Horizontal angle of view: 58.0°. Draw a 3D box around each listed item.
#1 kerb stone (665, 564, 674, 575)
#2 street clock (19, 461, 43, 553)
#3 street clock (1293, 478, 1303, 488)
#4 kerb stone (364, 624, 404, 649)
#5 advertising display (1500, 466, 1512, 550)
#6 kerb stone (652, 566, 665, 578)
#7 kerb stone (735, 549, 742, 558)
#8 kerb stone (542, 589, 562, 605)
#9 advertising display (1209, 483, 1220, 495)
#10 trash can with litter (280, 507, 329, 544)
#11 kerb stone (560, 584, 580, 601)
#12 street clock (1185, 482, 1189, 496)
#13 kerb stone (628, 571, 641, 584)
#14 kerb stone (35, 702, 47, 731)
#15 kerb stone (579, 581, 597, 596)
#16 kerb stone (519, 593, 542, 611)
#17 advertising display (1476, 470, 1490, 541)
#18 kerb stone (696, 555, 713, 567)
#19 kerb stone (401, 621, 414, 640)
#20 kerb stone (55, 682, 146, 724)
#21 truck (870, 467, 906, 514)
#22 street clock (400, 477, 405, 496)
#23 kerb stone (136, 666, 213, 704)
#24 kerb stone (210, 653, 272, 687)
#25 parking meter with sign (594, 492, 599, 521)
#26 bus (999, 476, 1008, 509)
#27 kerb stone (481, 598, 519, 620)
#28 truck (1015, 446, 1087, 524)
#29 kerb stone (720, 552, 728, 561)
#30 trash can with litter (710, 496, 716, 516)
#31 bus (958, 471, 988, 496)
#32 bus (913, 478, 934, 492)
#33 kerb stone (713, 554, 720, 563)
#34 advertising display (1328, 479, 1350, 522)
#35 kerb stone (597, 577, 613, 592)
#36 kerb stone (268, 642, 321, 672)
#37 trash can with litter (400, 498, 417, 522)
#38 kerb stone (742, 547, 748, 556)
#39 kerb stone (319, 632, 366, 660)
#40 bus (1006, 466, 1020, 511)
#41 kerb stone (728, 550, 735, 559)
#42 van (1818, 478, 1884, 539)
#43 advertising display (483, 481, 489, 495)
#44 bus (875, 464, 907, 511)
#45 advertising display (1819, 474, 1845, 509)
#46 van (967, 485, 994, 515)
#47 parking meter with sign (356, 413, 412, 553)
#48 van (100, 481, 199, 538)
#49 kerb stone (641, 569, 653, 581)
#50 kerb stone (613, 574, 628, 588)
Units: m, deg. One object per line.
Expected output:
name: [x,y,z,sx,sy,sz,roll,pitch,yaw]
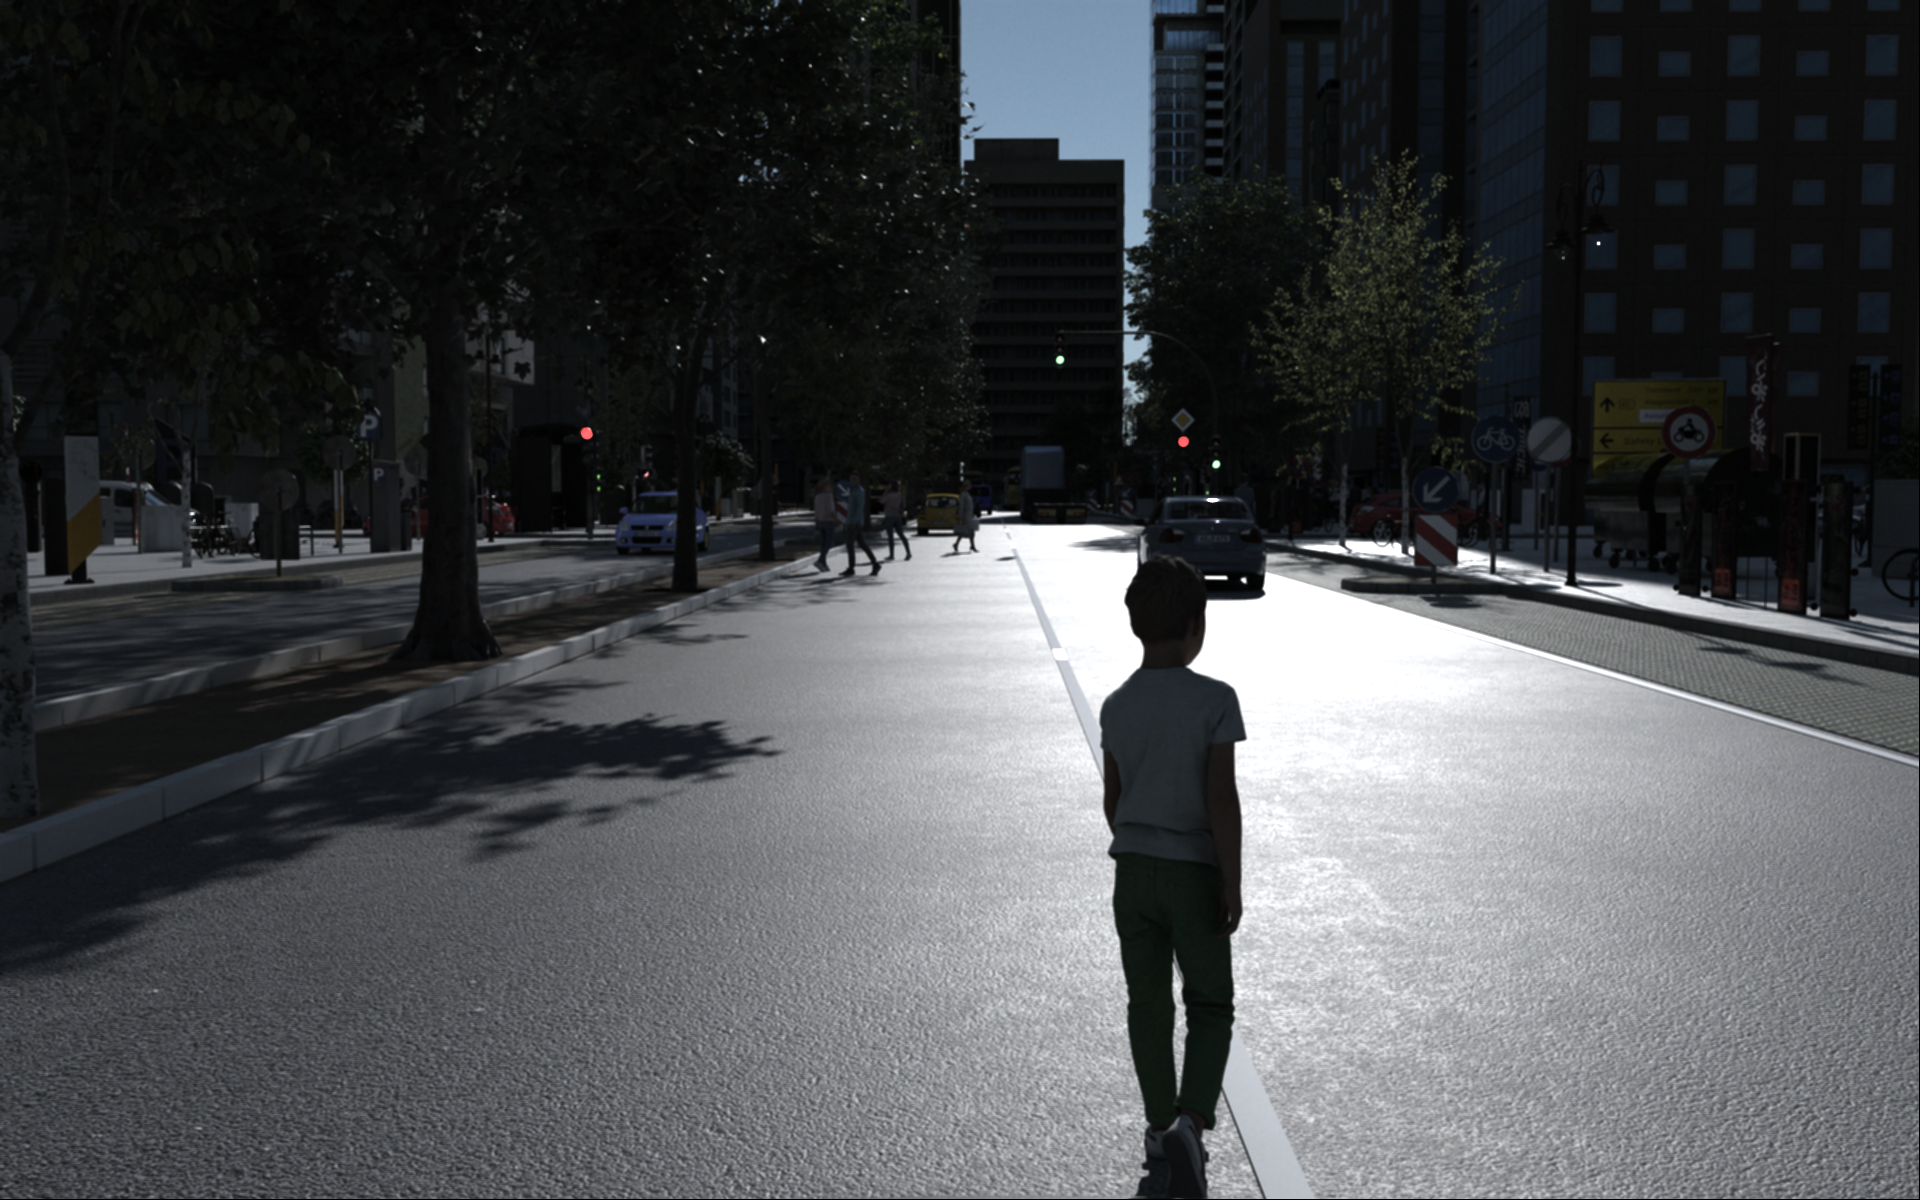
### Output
kerb stone: [-5.236,-0.520,30.691,0.120,0.150,1.000,0,4,1]
street clock: [-20.390,-2.049,38.067,0.471,2.002,0.358,-2,4,-27]
street clock: [14.938,-4.424,76.894,0.471,2.002,0.358,2,4,33]
kerb stone: [-5.495,0.360,16.315,0.120,0.150,1.000,0,4,1]
advertising display: [12.568,-2.119,39.861,0.123,1.923,0.974,1,4,10]
kerb stone: [-5.256,-0.457,29.659,0.120,0.150,1.000,0,4,1]
kerb stone: [-5.089,-1.020,38.895,0.120,0.150,1.000,0,4,1]
kerb stone: [-5.386,-0.013,22.467,0.120,0.150,1.000,0,4,1]
advertising display: [14.491,-5.788,99.853,0.974,1.923,0.123,0,4,3]
trash can with litter: [-17.566,-2.077,45.014,1.678,1.210,2.233,-3,5,-42]
kerb stone: [-5.367,-0.080,23.497,0.120,0.150,1.000,0,4,1]
street clock: [11.102,-4.916,84.954,0.471,2.002,0.358,2,4,34]
kerb stone: [-5.291,-0.330,27.616,0.120,0.150,1.000,0,4,1]
kerb stone: [-5.604,0.735,10.174,0.120,0.150,1.000,0,4,1]
kerb stone: [-5.354,-0.143,24.534,0.120,0.150,1.000,0,4,1]
kerb stone: [-5.398,0.046,21.436,0.120,0.150,1.000,0,4,1]
advertising display: [14.398,-2.598,47.688,0.123,1.923,0.974,0,4,3]
kerb stone: [-5.158,-0.768,34.789,0.120,0.150,1.000,0,4,1]
kerb stone: [-5.479,0.297,17.337,0.120,0.150,1.000,0,4,1]
kerb stone: [-5.585,0.673,11.196,0.120,0.150,1.000,0,4,1]
truck: [-5.478,-7.918,125.387,3.469,3.379,9.791,0,4,0]
street clock: [-23.844,-4.219,73.543,0.358,2.002,0.471,3,5,43]
kerb stone: [-5.572,0.610,12.217,0.120,0.150,1.000,0,4,1]
kerb stone: [-5.546,0.548,13.239,0.120,0.150,1.000,0,4,1]
parking meter with sign: [-17.564,-5.256,82.195,0.543,3.016,1.738,3,5,44]
bus: [5.383,-10.509,166.685,2.948,3.499,13.247,0,4,0]
kerb stone: [-5.422,0.109,20.407,0.120,0.150,1.000,0,4,1]
truck: [4.707,-6.198,91.094,2.967,4.110,18.799,0,4,0]
kerb stone: [-5.128,-0.892,36.842,0.120,0.150,1.000,0,4,1]
trash can with litter: [-14.212,-5.510,101.471,1.055,1.170,0.624,-1,4,-19]
bus: [1.336,-11.630,181.692,2.896,3.916,12.252,0,4,3]
bus: [-4.385,-12.103,192.735,2.948,3.499,13.247,0,4,-1]
kerb stone: [-5.149,-0.832,35.819,0.120,0.150,1.000,0,4,1]
advertising display: [16.710,-4.353,76.385,0.974,1.923,0.123,1,4,11]
kerb stone: [-5.326,-0.204,25.556,0.120,0.150,1.000,0,4,1]
kerb stone: [-5.536,0.485,14.264,0.120,0.150,1.000,0,4,1]
trash can with litter: [-15.327,-2.179,47.007,1.055,1.170,0.624,-3,5,-42]
kerb stone: [-5.074,-1.084,39.922,0.120,0.150,1.000,0,4,1]
kerb stone: [-5.513,0.422,15.294,0.120,0.150,1.000,0,4,1]
bus: [5.396,-9.766,151.224,2.896,3.916,12.252,0,4,2]
kerb stone: [-5.117,-0.959,37.867,0.120,0.150,1.000,0,4,1]
van: [28.243,-2.816,53.048,4.112,2.044,2.013,0,4,1]
advertising display: [-22.593,-4.714,82.295,0.123,1.923,0.974,1,4,16]
bus: [-5.756,-9.254,142.850,2.896,3.916,12.252,0,4,2]
advertising display: [28.420,-3.151,56.726,0.974,1.923,0.123,0,4,6]
van: [1.270,-7.129,120.949,2.240,2.365,5.245,0,3,0]
parking meter with sign: [-12.674,-2.570,38.280,0.543,3.016,1.738,0,4,5]
van: [-25.415,-2.825,53.201,4.112,2.044,2.013,0,4,2]
kerb stone: [-5.274,-0.389,28.638,0.120,0.150,1.000,0,4,1]
kerb stone: [-5.303,-0.269,26.589,0.120,0.150,1.000,0,4,1]
